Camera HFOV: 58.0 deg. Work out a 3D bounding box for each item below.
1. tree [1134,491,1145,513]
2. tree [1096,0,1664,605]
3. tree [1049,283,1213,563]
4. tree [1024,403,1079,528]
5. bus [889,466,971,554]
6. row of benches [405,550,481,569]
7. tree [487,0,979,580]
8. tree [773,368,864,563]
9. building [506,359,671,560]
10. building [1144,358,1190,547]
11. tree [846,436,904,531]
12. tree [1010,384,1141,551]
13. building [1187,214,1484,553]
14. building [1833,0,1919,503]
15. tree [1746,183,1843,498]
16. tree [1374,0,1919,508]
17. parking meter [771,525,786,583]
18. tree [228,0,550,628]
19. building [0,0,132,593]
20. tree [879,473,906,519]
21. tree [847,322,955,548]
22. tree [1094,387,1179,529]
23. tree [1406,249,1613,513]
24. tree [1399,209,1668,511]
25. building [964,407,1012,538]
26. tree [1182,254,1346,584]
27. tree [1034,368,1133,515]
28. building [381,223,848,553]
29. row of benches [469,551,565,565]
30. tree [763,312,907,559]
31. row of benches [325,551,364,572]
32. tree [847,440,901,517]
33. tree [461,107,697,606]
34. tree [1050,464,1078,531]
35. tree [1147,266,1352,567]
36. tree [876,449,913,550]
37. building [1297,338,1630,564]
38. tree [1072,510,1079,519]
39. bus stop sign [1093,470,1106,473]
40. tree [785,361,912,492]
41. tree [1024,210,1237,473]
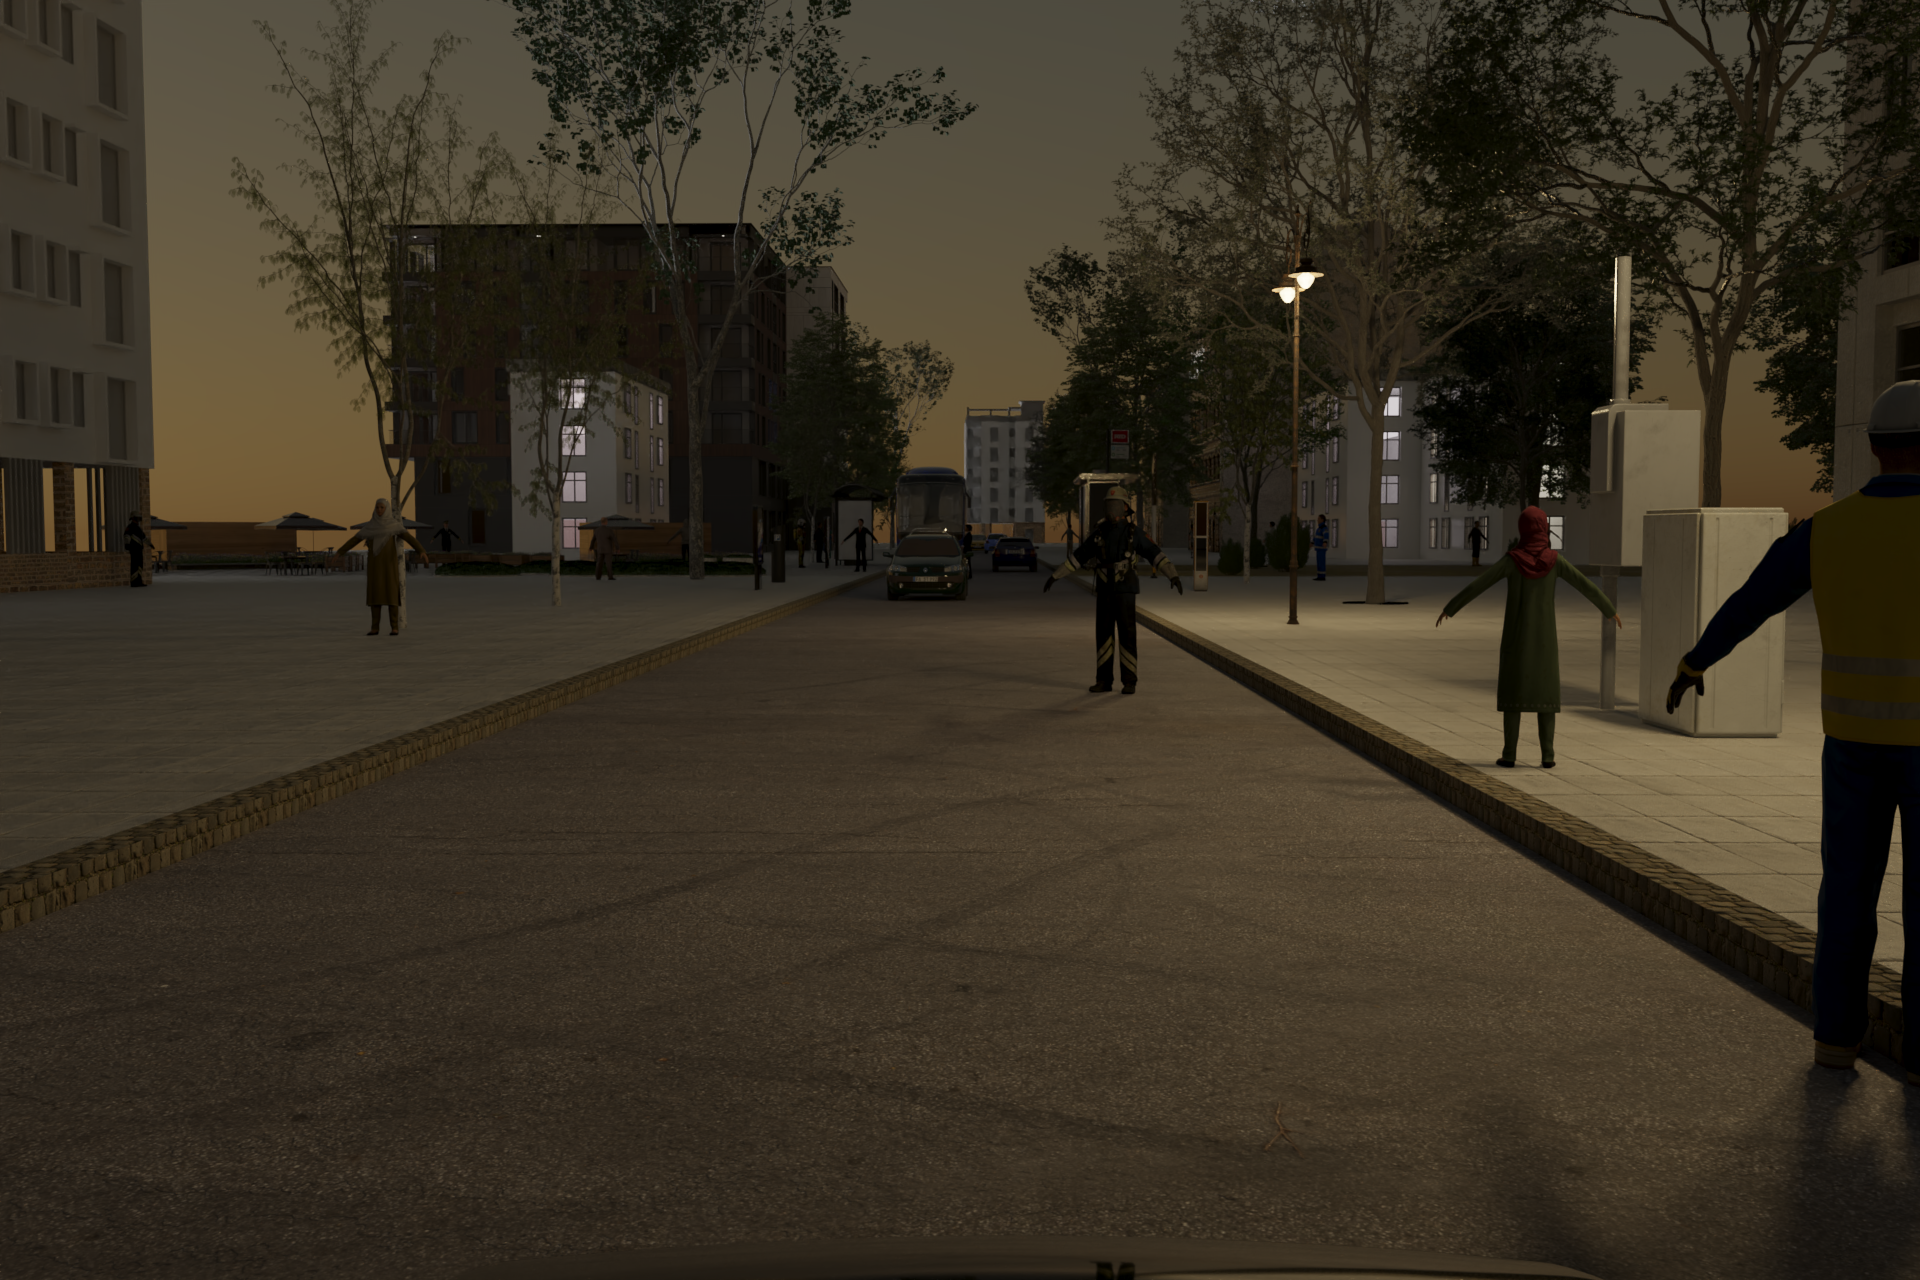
[{"bbox_3d":[29.344,-20.514,245.769,12.009,13.543,11.850,0,3,0],"label":"tree"},{"bbox_3d":[7.589,-7.407,31.469,12.009,13.543,11.850,0,3,0],"label":"tree"},{"bbox_3d":[7.729,-9.771,77.888,7.486,12.596,7.792,0,3,0],"label":"tree"},{"bbox_3d":[8.925,-14.045,147.767,7.486,12.596,7.792,0,3,0],"label":"tree"},{"bbox_3d":[-0.951,-4.596,66.685,2.896,3.916,12.251,0,4,1],"label":"bus"},{"bbox_3d":[-19.626,-3.063,65.540,1.422,0.672,4.104,2,4,26],"label":"row of benches"},{"bbox_3d":[-6.375,-11.715,47.437,12.611,20.169,13.585,0,3,0],"label":"tree"},{"bbox_3d":[-6.734,-7.768,77.374,4.360,8.622,3.978,0,3,0],"label":"tree"},{"bbox_3d":[-20.720,-9.477,97.101,9.099,9.664,28.070,0,4,1],"label":"building"},{"bbox_3d":[28.814,-21.025,174.693,19.493,23.208,18.063,0,4,1],"label":"building"},{"bbox_3d":[-6.253,-10.636,124.259,4.737,8.622,4.395,0,3,0],"label":"tree"},{"bbox_3d":[9.386,-13.644,133.449,12.009,13.543,11.850,0,3,0],"label":"tree"},{"bbox_3d":[27.024,-18.029,125.700,19.493,23.208,18.063,0,4,1],"label":"building"},{"bbox_3d":[28.031,-9.587,23.209,16.747,18.905,31.486,0,4,1],"label":"building"},{"bbox_3d":[28.876,-8.935,52.738,9.857,13.997,8.962,0,3,0],"label":"tree"},{"bbox_3d":[7.616,-5.106,17.898,7.601,10.594,8.767,-2,4,-30],"label":"tree"},{"bbox_3d":[-4.812,-2.290,45.859,0.372,1.533,0.369,0,3,0],"label":"parking meter"},{"bbox_3d":[-7.713,-4.482,23.643,4.360,8.622,3.978,0,3,0],"label":"tree"},{"bbox_3d":[-25.762,-10.658,30.683,16.016,20.090,11.380,0,4,2],"label":"building"},{"bbox_3d":[-7.919,-18.962,244.448,7.601,10.594,8.767,0,4,3],"label":"tree"},{"bbox_3d":[-7.292,-18.335,155.669,12.611,20.169,13.585,0,3,0],"label":"tree"},{"bbox_3d":[8.469,-8.392,87.569,4.360,8.622,3.978,0,3,0],"label":"tree"},{"bbox_3d":[17.966,-7.423,55.785,7.601,10.594,8.767,1,4,9],"label":"tree"},{"bbox_3d":[22.478,-9.863,67.911,9.857,13.997,8.962,0,3,0],"label":"tree"},{"bbox_3d":[0.960,-23.868,249.116,11.380,20.090,16.016,0,4,-1],"label":"building"},{"bbox_3d":[7.593,-5.774,44.762,4.737,8.622,4.395,0,3,0],"label":"tree"},{"bbox_3d":[8.611,-12.202,117.633,7.486,12.596,7.792,0,3,0],"label":"tree"},{"bbox_3d":[-23.795,-17.527,130.542,27.936,21.610,32.646,0,4,1],"label":"building"},{"bbox_3d":[-15.656,-2.808,61.370,4.104,0.672,1.422,2,4,29],"label":"row of benches"},{"bbox_3d":[-6.661,-10.458,89.120,7.486,12.596,7.792,0,3,0],"label":"tree"},{"bbox_3d":[-21.243,-2.718,59.896,1.422,0.672,4.104,-1,4,-10],"label":"row of benches"},{"bbox_3d":[-6.009,-10.162,116.510,4.737,8.622,4.395,0,3,0],"label":"tree"},{"bbox_3d":[-7.421,-4.914,30.707,4.360,8.622,3.978,0,3,0],"label":"tree"},{"bbox_3d":[9.731,-12.548,155.529,4.360,8.622,3.978,0,3,0],"label":"tree"},{"bbox_3d":[11.336,-8.654,67.249,9.928,11.665,9.643,0,3,0],"label":"tree"},{"bbox_3d":[-5.519,-11.617,140.299,4.737,8.622,4.395,0,3,0],"label":"tree"},{"bbox_3d":[24.130,-8.929,88.137,9.099,9.664,28.070,0,4,1],"label":"building"},{"bbox_3d":[19.394,-19.182,248.039,7.601,10.594,8.767,0,4,7],"label":"tree"},{"bbox_3d":[5.763,-5.029,71.246,0.837,3.901,0.837,0,4,1],"label":"bus stop sign"},{"bbox_3d":[-6.664,-10.988,105.409,9.928,11.665,9.643,0,3,0],"label":"tree"},{"bbox_3d":[10.516,-14.970,100.651,12.611,20.169,13.585,0,3,0],"label":"tree"}]
